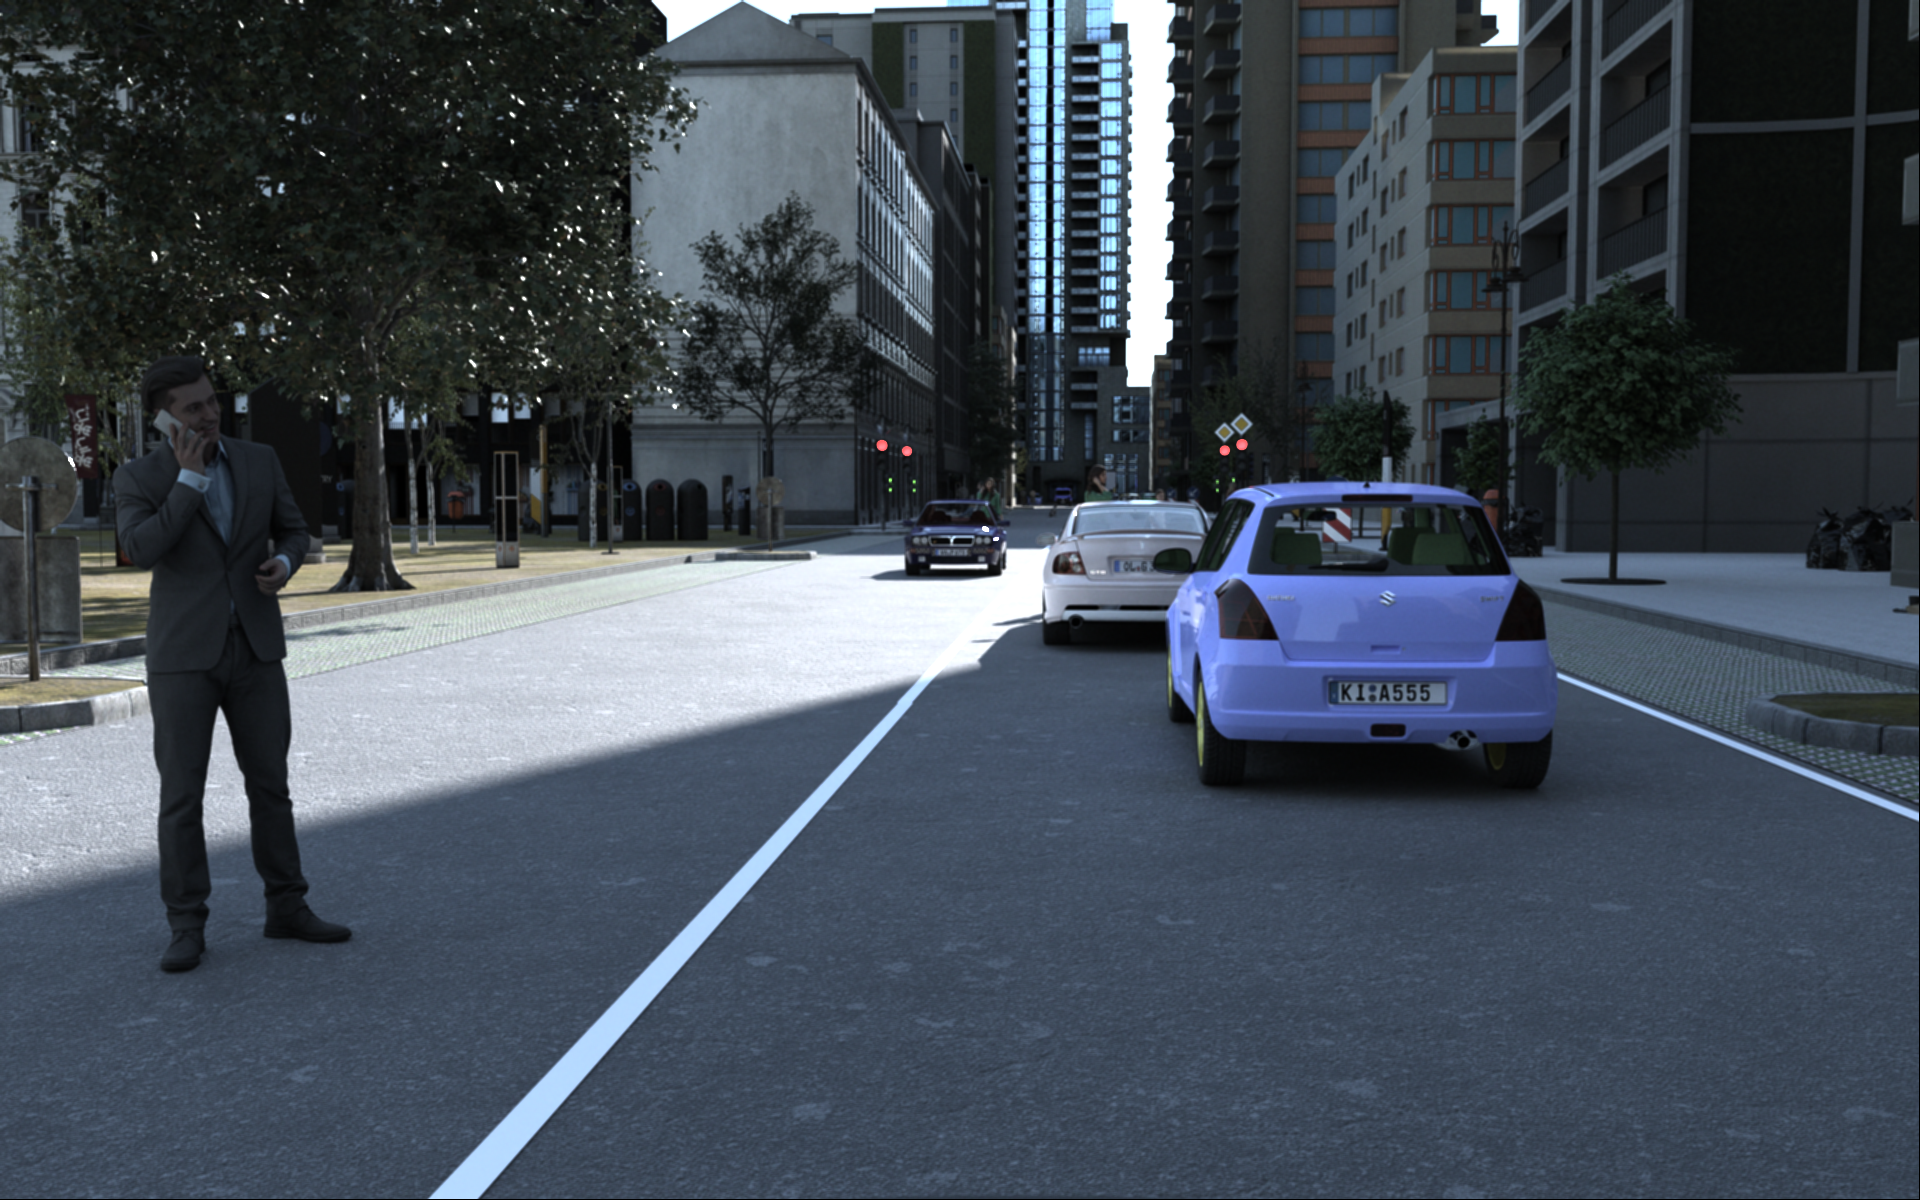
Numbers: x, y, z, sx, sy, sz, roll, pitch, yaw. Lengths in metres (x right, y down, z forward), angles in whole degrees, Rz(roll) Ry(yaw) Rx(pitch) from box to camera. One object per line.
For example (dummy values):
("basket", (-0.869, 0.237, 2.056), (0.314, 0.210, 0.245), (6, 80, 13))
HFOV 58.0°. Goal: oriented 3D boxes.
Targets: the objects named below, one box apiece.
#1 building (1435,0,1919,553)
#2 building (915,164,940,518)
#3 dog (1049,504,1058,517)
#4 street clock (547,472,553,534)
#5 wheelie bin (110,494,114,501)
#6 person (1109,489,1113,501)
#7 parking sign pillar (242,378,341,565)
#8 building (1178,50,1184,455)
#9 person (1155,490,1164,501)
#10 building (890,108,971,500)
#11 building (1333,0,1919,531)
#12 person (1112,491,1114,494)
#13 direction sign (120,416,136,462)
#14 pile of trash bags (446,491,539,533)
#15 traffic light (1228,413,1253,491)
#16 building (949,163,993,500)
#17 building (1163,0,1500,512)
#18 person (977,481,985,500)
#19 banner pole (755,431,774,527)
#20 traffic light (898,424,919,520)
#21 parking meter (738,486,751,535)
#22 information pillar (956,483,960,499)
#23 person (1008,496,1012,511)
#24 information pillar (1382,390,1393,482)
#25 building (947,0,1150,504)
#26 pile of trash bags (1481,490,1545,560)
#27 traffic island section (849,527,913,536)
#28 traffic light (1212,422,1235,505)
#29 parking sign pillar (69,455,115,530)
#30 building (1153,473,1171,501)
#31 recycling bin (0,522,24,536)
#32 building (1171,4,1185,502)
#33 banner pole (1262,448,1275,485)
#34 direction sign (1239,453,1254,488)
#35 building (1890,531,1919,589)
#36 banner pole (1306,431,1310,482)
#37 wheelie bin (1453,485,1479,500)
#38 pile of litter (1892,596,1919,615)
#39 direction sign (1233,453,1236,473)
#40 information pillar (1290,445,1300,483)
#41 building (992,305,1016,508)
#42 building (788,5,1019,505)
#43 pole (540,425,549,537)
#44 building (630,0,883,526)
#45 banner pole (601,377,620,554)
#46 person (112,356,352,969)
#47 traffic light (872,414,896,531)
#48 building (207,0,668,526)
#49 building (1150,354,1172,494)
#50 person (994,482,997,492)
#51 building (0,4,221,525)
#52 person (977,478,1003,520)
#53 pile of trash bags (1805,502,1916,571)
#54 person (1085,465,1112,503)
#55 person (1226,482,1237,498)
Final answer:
("building", (23.818, -36.779, 39.587), (20.563, 71.187, 20.611), (0, 4, 4))
("building", (-6.806, -15.134, 96.595), (9.793, 20.994, 18.267), (0, 4, 4))
("dog", (5.744, -5.629, 108.870), (0.800, 0.831, 0.513), (0, 4, 7))
("street clock", (-13.225, -3.123, 55.631), (0.358, 2.002, 0.471), (-1, 4, -17))
("wheelie bin", (-19.945, -2.069, 41.738), (0.980, 1.594, 0.693), (-1, 4, -15))
("person", (11.011, -7.229, 126.966), (0.793, 1.790, 0.793), (-3, 5, -43))
("parking sign pillar", (-12.483, -2.654, 31.872), (1.447, 3.967, 1.447), (3, 5, 44))
("building", (27.675, -31.260, 161.206), (14.600, 45.320, 14.200), (0, 4, 4))
("person", (3.509, -1.187, 30.506), (0.523, 1.515, 0.503), (0, 4, 0))
("building", (-7.203, -19.828, 117.692), (14.314, 27.812, 24.014), (0, 4, 4))
("building", (33.720, -14.362, 79.855), (28.899, 21.520, 27.650), (0, 4, 4))
("person", (15.942, -10.604, 181.500), (1.348, 1.869, 0.705), (0, 3, 0))
("direction sign", (-24.113, -3.563, 50.250), (0.876, 3.537, 0.379), (3, 5, 39))
("pile of trash bags", (-15.202, -2.890, 57.012), (3.447, 1.369, 1.912), (0, 4, 2))
("traffic light", (9.695, -4.339, 59.871), (0.839, 4.253, 0.868), (0, 4, 4))
("building", (-4.574, -23.219, 151.339), (14.160, 30.474, 14.107), (0, 4, 4))
("building", (26.365, -28.889, 126.959), (22.147, 44.769, 28.867), (0, 4, 4))
("person", (0.691, -2.612, 51.298), (0.391, 1.810, 0.635), (2, 4, 33))
("banner pole", (-7.735, -4.802, 68.530), (0.863, 3.779, 0.401), (-2, 4, -31))
("traffic light", (-2.052, -4.885, 68.788), (0.839, 4.253, 0.868), (0, 4, 4))
("parking meter", (-6.728, -2.790, 54.032), (0.372, 1.533, 0.369), (0, 3, 0))
("information pillar", (-0.135, -6.585, 112.159), (0.304, 2.012, 0.304), (0, 4, -2))
("person", (4.124, -8.018, 144.257), (0.373, 1.253, 0.362), (-1, 4, -9))
("information pillar", (9.592, -2.909, 38.914), (0.183, 3.616, 0.504), (0, 4, -2))
("building", (10.350, -56.516, 236.708), (31.000, 86.520, 22.319), (0, 4, 4))
("pile of trash bags", (10.942, -1.568, 35.383), (1.912, 1.369, 3.447), (1, 4, 17))
("traffic island section", (-2.718, -2.366, 60.965), (2.009, 0.180, 2.903), (0, 4, 4))
("traffic light", (10.323, -4.826, 67.832), (0.839, 4.253, 0.868), (0, 4, 4))
("parking sign pillar", (-30.954, -4.476, 61.651), (1.447, 3.967, 1.447), (-1, 4, -22))
("building", (33.847, -46.933, 205.605), (20.563, 71.187, 20.611), (0, 4, 4))
("recycling bin", (-20.967, -1.573, 38.276), (0.722, 1.027, 0.722), (0, 4, -4))
("building", (32.866, -39.121, 181.628), (21.231, 58.520, 28.212), (0, 4, 4))
("banner pole", (16.650, -6.310, 93.182), (0.863, 3.779, 0.401), (0, 4, -1))
("direction sign", (15.657, -6.257, 94.303), (0.876, 3.537, 0.379), (-3, 4, -37))
("building", (25.689, -9.977, 8.162), (27.650, 21.520, 28.899), (0, 4, 4))
("banner pole", (13.685, -4.782, 68.195), (0.401, 3.779, 0.863), (1, 4, 12))
("wheelie bin", (12.903, -2.230, 44.362), (0.693, 1.594, 0.980), (-1, 4, -22))
("pile of litter", (10.926, -0.270, 18.378), (1.719, 0.858, 1.176), (3, 5, 42))
("direction sign", (15.549, -6.385, 96.392), (0.876, 3.537, 0.379), (3, 5, 41))
("information pillar", (15.773, -5.517, 81.549), (0.504, 3.616, 0.183), (1, 4, 22))
("building", (-8.863, -20.119, 173.988), (27.650, 21.520, 28.899), (0, 4, 4))
("building", (-7.200, -40.827, 209.518), (28.212, 58.520, 21.231), (0, 4, 4))
("pole", (-12.299, -3.509, 51.210), (0.158, 3.312, 0.155), (0, 3, 0))
("building", (-8.025, -14.021, 78.402), (9.793, 20.994, 18.267), (0, 4, 4))
("banner pole", (-7.525, -2.891, 37.287), (0.401, 3.779, 0.863), (0, 4, -6))
("person", (-2.237, 0.181, 5.342), (0.655, 1.846, 0.447), (-3, 5, -44))
("traffic light", (-2.679, -4.398, 60.827), (0.839, 4.253, 0.868), (0, 4, 4))
("building", (-21.954, -15.044, 75.644), (15.834, 23.373, 12.332), (0, 4, 4))
("building", (41.184, -24.093, 238.963), (28.899, 21.520, 27.650), (0, 4, 4))
("person", (0.728, -2.314, 46.604), (0.573, 1.790, 0.520), (-1, 4, -14))
("building", (-40.232, -15.148, 76.542), (19.941, 23.489, 11.050), (0, 4, 4))
("person", (0.675, -1.873, 39.374), (0.600, 1.795, 0.529), (0, 3, 0))
("pile of trash bags", (16.306, -1.193, 29.264), (3.447, 1.369, 1.912), (1, 4, 9))
("person", (1.725, -0.807, 21.942), (0.529, 1.795, 0.600), (1, 4, 15))
("person", (8.971, -2.975, 57.114), (0.573, 1.828, 0.580), (-1, 4, -20))
